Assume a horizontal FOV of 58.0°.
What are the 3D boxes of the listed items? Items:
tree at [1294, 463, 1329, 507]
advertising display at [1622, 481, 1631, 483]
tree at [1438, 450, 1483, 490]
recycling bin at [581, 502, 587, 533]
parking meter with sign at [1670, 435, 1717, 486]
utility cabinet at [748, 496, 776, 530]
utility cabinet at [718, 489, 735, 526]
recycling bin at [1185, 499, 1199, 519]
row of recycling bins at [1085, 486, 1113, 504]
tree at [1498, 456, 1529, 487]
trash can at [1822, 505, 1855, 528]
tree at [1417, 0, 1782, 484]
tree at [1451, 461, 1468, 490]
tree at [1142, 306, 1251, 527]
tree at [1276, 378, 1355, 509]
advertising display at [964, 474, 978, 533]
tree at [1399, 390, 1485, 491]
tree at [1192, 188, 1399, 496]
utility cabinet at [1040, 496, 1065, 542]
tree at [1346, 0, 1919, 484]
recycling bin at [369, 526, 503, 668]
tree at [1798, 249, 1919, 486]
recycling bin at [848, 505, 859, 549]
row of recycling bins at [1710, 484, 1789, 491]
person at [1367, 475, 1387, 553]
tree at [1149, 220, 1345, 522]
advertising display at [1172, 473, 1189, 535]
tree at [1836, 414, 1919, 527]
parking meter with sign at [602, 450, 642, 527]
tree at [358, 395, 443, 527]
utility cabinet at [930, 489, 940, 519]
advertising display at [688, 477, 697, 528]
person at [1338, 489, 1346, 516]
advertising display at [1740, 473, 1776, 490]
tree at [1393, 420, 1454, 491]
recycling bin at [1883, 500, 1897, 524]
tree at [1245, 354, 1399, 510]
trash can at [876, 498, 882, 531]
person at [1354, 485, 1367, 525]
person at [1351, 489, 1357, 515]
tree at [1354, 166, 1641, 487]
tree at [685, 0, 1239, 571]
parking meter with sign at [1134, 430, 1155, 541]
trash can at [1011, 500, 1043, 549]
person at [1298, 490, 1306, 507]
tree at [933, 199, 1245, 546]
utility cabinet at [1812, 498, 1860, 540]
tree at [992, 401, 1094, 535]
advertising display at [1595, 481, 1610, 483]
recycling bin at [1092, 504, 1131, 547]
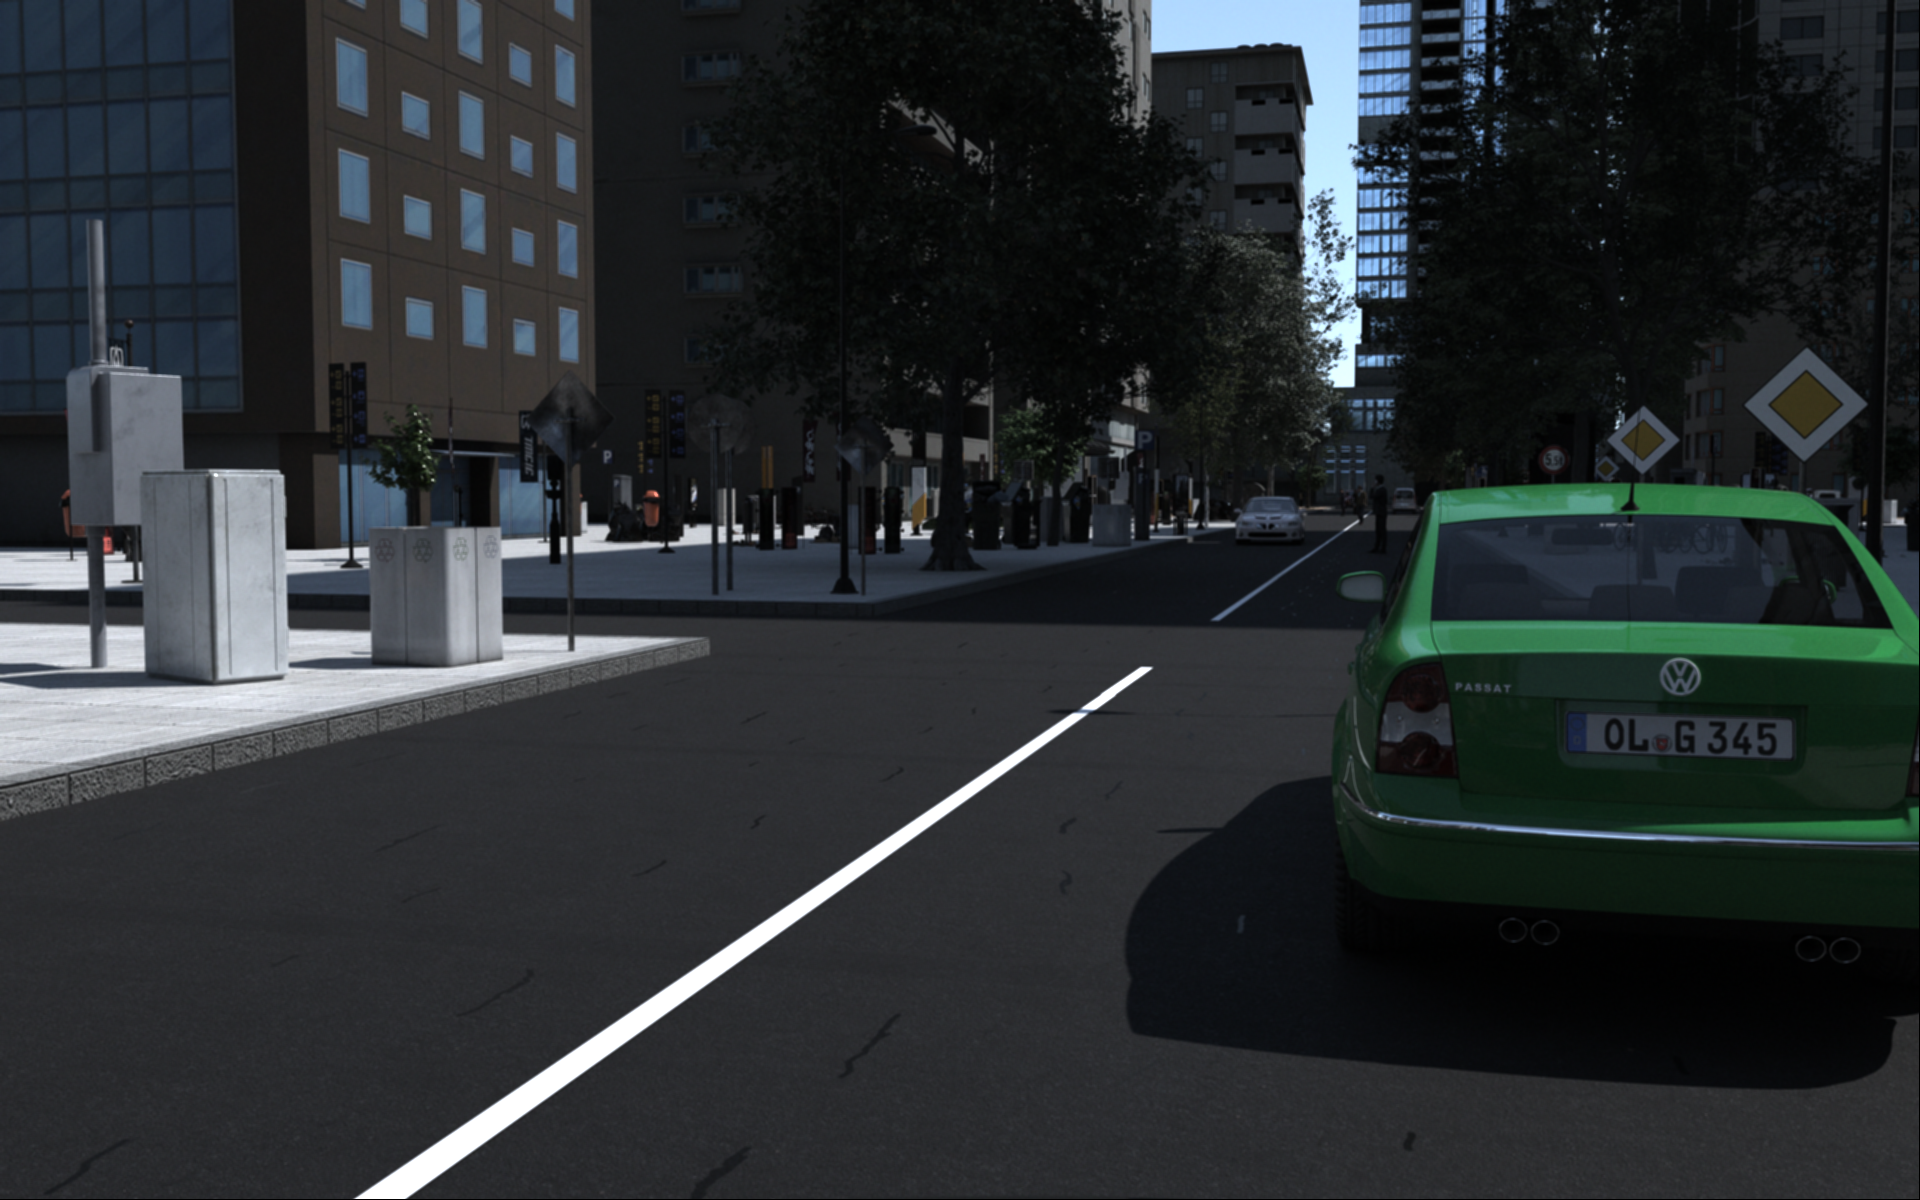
[{"bbox_3d":[33.765,-11.177,166.454,4.285,4.588,4.351,0,3,0],"label":"tree"},{"bbox_3d":[33.857,-5.082,88.297,0.974,1.923,0.123,0,4,1],"label":"advertising display"},{"bbox_3d":[32.224,-7.757,110.541,4.285,4.588,4.351,0,3,0],"label":"tree"},{"bbox_3d":[-12.779,-2.723,57.076,0.722,1.027,0.722,2,4,24],"label":"recycling bin"},{"bbox_3d":[21.589,-3.392,51.715,1.738,3.016,0.543,2,4,33],"label":"parking meter with sign"},{"bbox_3d":[-7.091,-3.102,61.881,1.020,1.237,0.306,2,4,26],"label":"utility cabinet"},{"bbox_3d":[-9.411,-3.729,69.654,0.318,1.500,1.173,1,4,15],"label":"utility cabinet"},{"bbox_3d":[12.052,-4.760,90.384,0.722,1.027,0.722,3,5,41],"label":"recycling bin"},{"bbox_3d":[6.607,-4.867,86.687,3.534,1.692,1.069,0,4,-8],"label":"row of recycling bins"},{"bbox_3d":[21.622,-4.489,67.990,1.663,3.219,1.824,0,3,0],"label":"tree"},{"bbox_3d":[11.436,-0.693,22.984,0.748,1.137,0.748,0,3,0],"label":"trash can"},{"bbox_3d":[14.269,-7.353,38.342,7.486,12.596,7.792,0,3,0],"label":"tree"},{"bbox_3d":[25.693,-5.730,88.281,1.663,3.219,1.824,0,3,0],"label":"tree"},{"bbox_3d":[9.366,-7.125,66.852,4.737,8.622,4.395,0,3,0],"label":"tree"},{"bbox_3d":[30.622,-13.791,151.238,9.928,11.665,9.643,0,3,0],"label":"tree"},{"bbox_3d":[0.108,-3.131,56.399,0.974,1.923,0.123,-1,4,-9],"label":"advertising display"},{"bbox_3d":[41.874,-14.627,149.516,12.009,13.543,11.850,0,3,0],"label":"tree"},{"bbox_3d":[20.353,-15.425,108.085,12.611,20.169,13.585,0,3,0],"label":"tree"},{"bbox_3d":[2.606,-2.187,46.916,0.306,1.237,1.020,3,5,44],"label":"utility cabinet"},{"bbox_3d":[10.426,-5.618,26.270,8.767,10.594,7.601,0,4,0],"label":"tree"},{"bbox_3d":[-3.984,-0.039,13.195,0.722,1.027,0.722,1,4,21],"label":"recycling bin"},{"bbox_3d":[27.844,-6.288,53.169,4.360,8.622,3.978,0,3,0],"label":"tree"},{"bbox_3d":[-2.405,-1.728,40.811,0.722,1.027,0.722,0,4,5],"label":"recycling bin"},{"bbox_3d":[33.758,-4.120,74.469,3.534,1.692,1.069,0,4,2],"label":"row of recycling bins"},{"bbox_3d":[10.100,-2.081,41.887,0.474,1.900,0.648,1,4,12],"label":"person"},{"bbox_3d":[13.103,-10.637,80.569,9.857,13.997,8.962,0,3,0],"label":"tree"},{"bbox_3d":[6.925,-3.006,54.359,0.123,1.923,0.974,2,4,33],"label":"advertising display"},{"bbox_3d":[36.579,-5.188,68.534,4.285,4.588,4.351,0,3,0],"label":"tree"},{"bbox_3d":[-13.420,-4.449,68.999,0.543,3.016,1.738,2,4,32],"label":"parking meter with sign"},{"bbox_3d":[-10.624,-2.403,33.894,1.663,3.219,1.824,0,3,0],"label":"tree"},{"bbox_3d":[-0.886,-4.398,80.586,0.318,1.500,1.173,3,5,41],"label":"utility cabinet"},{"bbox_3d":[-10.201,-3.724,66.102,0.123,1.923,0.974,0,4,5],"label":"advertising display"},{"bbox_3d":[24.868,-6.354,112.830,0.568,1.767,0.683,-1,4,-19],"label":"person"},{"bbox_3d":[24.042,-2.875,52.217,0.974,1.923,0.123,1,4,11],"label":"advertising display"},{"bbox_3d":[45.697,-15.776,164.591,9.857,13.997,8.962,0,3,0],"label":"tree"},{"bbox_3d":[40.031,-3.815,74.929,0.722,1.027,0.722,-3,5,-43],"label":"recycling bin"},{"bbox_3d":[26.738,-14.014,139.493,12.009,13.543,11.850,0,3,0],"label":"tree"},{"bbox_3d":[-3.055,-2.932,59.589,0.748,1.137,0.748,0,3,0],"label":"trash can"},{"bbox_3d":[18.763,-4.450,81.164,0.656,1.842,0.836,1,4,21],"label":"person"},{"bbox_3d":[27.369,-6.758,119.507,1.217,1.766,0.721,-3,5,-41],"label":"person"},{"bbox_3d":[18.586,-8.742,59.938,9.611,12.733,9.660,0,3,0],"label":"tree"},{"bbox_3d":[-0.031,-6.834,28.743,9.611,12.733,9.660,0,3,0],"label":"tree"},{"bbox_3d":[5.072,-3.169,48.066,0.543,3.016,1.738,0,4,3],"label":"parking meter with sign"},{"bbox_3d":[1.564,-1.756,40.369,0.748,1.137,0.748,0,3,0],"label":"trash can"},{"bbox_3d":[34.362,-10.130,174.214,0.705,1.812,1.348,-2,4,-28],"label":"person"},{"bbox_3d":[2.522,-6.590,42.164,7.601,10.594,8.767,3,5,44],"label":"tree"},{"bbox_3d":[14.227,-1.064,28.558,1.020,1.237,0.306,1,4,13],"label":"utility cabinet"},{"bbox_3d":[2.676,-4.391,55.503,4.285,4.588,4.351,0,3,0],"label":"tree"},{"bbox_3d":[31.812,-4.950,86.139,0.974,1.923,0.123,0,4,1],"label":"advertising display"},{"bbox_3d":[3.732,-1.836,42.568,0.722,1.027,0.722,3,4,38],"label":"recycling bin"}]
